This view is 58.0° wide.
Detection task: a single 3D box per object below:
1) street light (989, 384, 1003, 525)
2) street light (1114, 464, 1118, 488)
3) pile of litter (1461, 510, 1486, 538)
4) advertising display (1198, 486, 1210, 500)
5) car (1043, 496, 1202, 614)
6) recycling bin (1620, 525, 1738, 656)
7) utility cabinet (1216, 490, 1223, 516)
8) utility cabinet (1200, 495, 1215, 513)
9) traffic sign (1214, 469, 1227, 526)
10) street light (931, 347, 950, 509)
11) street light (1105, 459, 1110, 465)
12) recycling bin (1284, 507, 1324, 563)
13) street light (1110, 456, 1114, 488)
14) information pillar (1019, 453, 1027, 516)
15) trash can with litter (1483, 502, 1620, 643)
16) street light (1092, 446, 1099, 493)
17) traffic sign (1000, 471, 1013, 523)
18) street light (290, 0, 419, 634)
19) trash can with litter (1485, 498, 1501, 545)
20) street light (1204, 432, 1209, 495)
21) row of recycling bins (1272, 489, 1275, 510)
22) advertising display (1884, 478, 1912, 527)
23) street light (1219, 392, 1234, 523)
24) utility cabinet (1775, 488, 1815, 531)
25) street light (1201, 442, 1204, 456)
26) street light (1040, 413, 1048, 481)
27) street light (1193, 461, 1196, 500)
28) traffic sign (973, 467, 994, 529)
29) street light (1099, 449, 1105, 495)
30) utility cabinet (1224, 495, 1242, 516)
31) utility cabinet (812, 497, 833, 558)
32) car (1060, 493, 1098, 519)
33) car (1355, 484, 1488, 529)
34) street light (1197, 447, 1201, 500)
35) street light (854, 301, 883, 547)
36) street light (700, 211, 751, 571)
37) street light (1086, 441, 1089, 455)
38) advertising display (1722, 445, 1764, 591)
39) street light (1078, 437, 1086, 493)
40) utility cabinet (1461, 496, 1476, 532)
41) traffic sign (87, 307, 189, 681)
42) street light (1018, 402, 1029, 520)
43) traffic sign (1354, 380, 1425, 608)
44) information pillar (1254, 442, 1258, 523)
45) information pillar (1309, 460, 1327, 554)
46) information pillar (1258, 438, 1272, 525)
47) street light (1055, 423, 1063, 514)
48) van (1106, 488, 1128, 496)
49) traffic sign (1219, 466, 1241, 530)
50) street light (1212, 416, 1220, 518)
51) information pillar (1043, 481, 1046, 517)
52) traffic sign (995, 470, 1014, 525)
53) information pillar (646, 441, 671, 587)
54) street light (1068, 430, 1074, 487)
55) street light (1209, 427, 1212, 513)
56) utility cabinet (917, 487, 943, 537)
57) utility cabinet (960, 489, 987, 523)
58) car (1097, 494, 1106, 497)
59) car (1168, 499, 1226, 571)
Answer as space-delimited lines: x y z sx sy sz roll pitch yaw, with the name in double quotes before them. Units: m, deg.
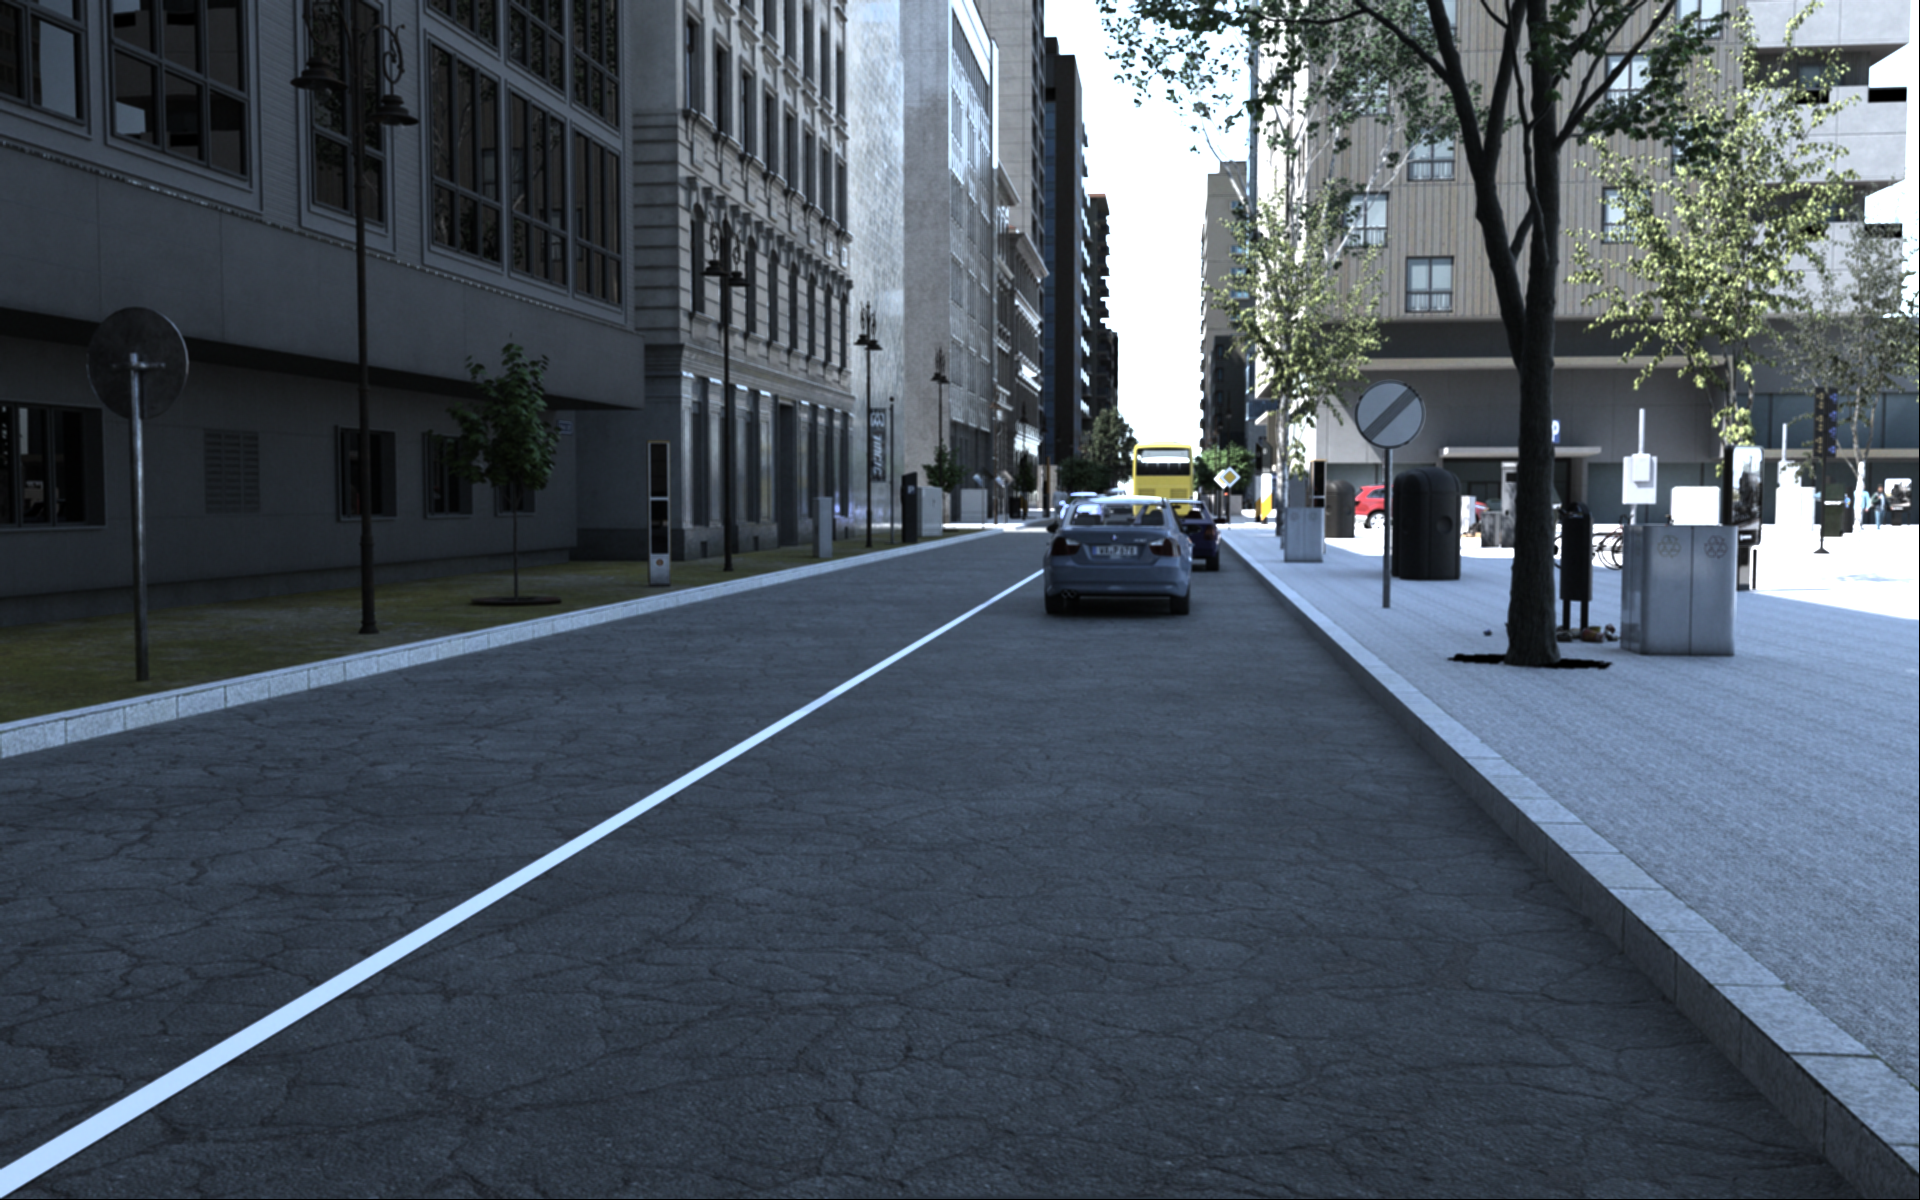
"street light" 1.485 -6.053 71.747 0.468 5.910 1.993 0 4 7
"street light" 18.872 -14.691 212.991 0.468 5.910 1.993 0 4 7
"pile of litter" 15.370 -2.224 50.321 1.719 0.858 1.176 2 4 34
"advertising display" 18.961 -7.917 134.656 0.974 1.923 0.123 -1 4 -15
"car" 2.058 -0.611 21.987 2.014 1.417 4.499 0 4 8
"recycling bin" 5.822 -0.092 14.054 0.722 1.027 0.722 0 4 7
"utility cabinet" 15.232 -5.670 101.382 0.318 1.500 1.173 1 4 16
"utility cabinet" 17.150 -6.654 119.957 1.020 1.237 0.306 2 4 26
"traffic sign" 10.653 -4.064 70.087 0.795 2.450 0.064 0 4 7
"street light" -0.615 -4.999 54.521 0.468 5.910 1.993 0 4 7
"street light" 15.642 -13.099 186.964 0.468 5.910 1.993 0 4 7
"recycling bin" 6.524 -1.241 32.839 0.722 1.027 0.722 1 4 11
"street light" 17.187 -13.888 199.856 0.468 5.910 1.993 0 4 7
"information pillar" 3.662 -6.649 100.073 0.504 3.616 0.183 2 4 32
"trash can with litter" 5.593 -0.288 15.765 1.678 1.210 2.233 0 4 2
"street light" 12.445 -11.523 161.191 0.468 5.910 1.993 0 4 7
"traffic sign" 2.038 -4.512 75.901 0.606 2.300 0.079 1 4 9
"street light" -5.445 -2.629 15.772 0.468 5.910 1.993 0 4 7
"trash can with litter" 13.802 -2.004 44.151 0.624 1.170 1.055 0 4 -4
"street light" 16.846 -8.784 116.407 0.468 5.910 1.993 0 4 7
"row of recycling bins" 25.477 -8.292 142.682 1.069 1.692 3.534 1 4 12
"advertising display" 37.045 -3.868 68.458 0.974 1.923 0.123 2 4 24
"street light" 11.960 -6.386 77.201 0.468 5.910 1.993 0 4 7
"utility cabinet" 28.540 -3.089 59.184 0.318 1.500 1.173 -3 5 -42
"street light" 18.506 -9.595 129.658 0.468 5.910 1.993 0 4 7
"street light" 4.793 -7.684 98.425 0.468 5.910 1.993 0 4 7
"street light" 23.131 -11.937 167.962 0.468 5.910 1.993 0 4 7
"traffic sign" 0.852 -3.647 63.266 0.795 2.450 0.064 0 4 7
"street light" 14.039 -12.311 174.078 0.468 5.910 1.993 0 4 7
"utility cabinet" 16.300 -5.635 103.293 1.020 1.237 0.306 -1 4 -14
"utility cabinet" -2.805 -1.470 35.195 0.306 1.237 1.020 -1 4 -12
"car" 5.300 -3.973 74.546 1.945 1.707 3.694 0 4 8
"car" 17.103 -3.433 64.805 5.304 1.827 2.281 0 4 7
"street light" 20.216 -10.483 144.191 0.468 5.910 1.993 0 4 7
"street light" -2.194 -4.211 41.632 0.468 5.910 1.993 0 4 7
"street light" -3.857 -3.417 28.659 0.468 5.910 1.993 0 4 7
"street light" 10.750 -10.702 147.768 0.468 5.910 1.993 0 4 7
"advertising display" 10.378 -1.086 22.971 0.974 1.923 0.123 -3 5 -43
"street light" 9.541 -10.082 137.628 0.468 5.910 1.993 0 4 7
"utility cabinet" 17.093 -2.919 58.895 0.306 1.237 1.020 -2 4 -24
"traffic sign" -5.617 -0.717 11.823 0.768 2.556 0.104 1 4 11
"street light" 3.160 -6.896 85.543 0.468 5.910 1.993 0 4 7
"traffic sign" 4.814 -1.185 19.473 0.768 2.556 0.104 1 4 10
"information pillar" 13.501 -5.289 77.826 0.504 3.616 0.183 2 4 32
"information pillar" 7.688 -2.004 37.258 0.304 2.012 0.304 0 4 -1
"information pillar" 12.734 -4.927 71.911 0.183 3.616 0.504 -3 5 -41
"street light" 6.344 -8.473 111.317 0.468 5.910 1.993 0 4 7
"van" 11.281 -7.212 124.922 2.013 2.044 4.112 0 4 8
"traffic sign" 9.677 -3.579 62.162 0.795 2.450 0.064 0 4 7
"street light" 13.520 -7.175 90.092 0.468 5.910 1.993 0 4 7
"information pillar" 4.732 -5.549 95.217 0.304 2.012 0.304 1 4 22
"traffic sign" 1.828 -4.131 71.191 0.795 2.450 0.064 0 4 7
"information pillar" -4.176 -1.194 24.010 0.304 2.012 0.304 -1 4 -13
"street light" 8.013 -9.285 124.594 0.468 5.910 1.993 0 4 7
"street light" 15.209 -7.962 102.967 0.468 5.910 1.993 0 4 7
"utility cabinet" -0.937 -2.623 51.570 0.318 1.500 1.173 2 4 30
"utility cabinet" 0.607 -4.148 76.497 1.173 1.500 0.318 0 4 -6
"car" 8.427 -5.847 107.606 2.014 1.417 4.499 0 4 7
"car" 4.202 -1.296 33.762 1.945 1.354 3.894 1 4 9
